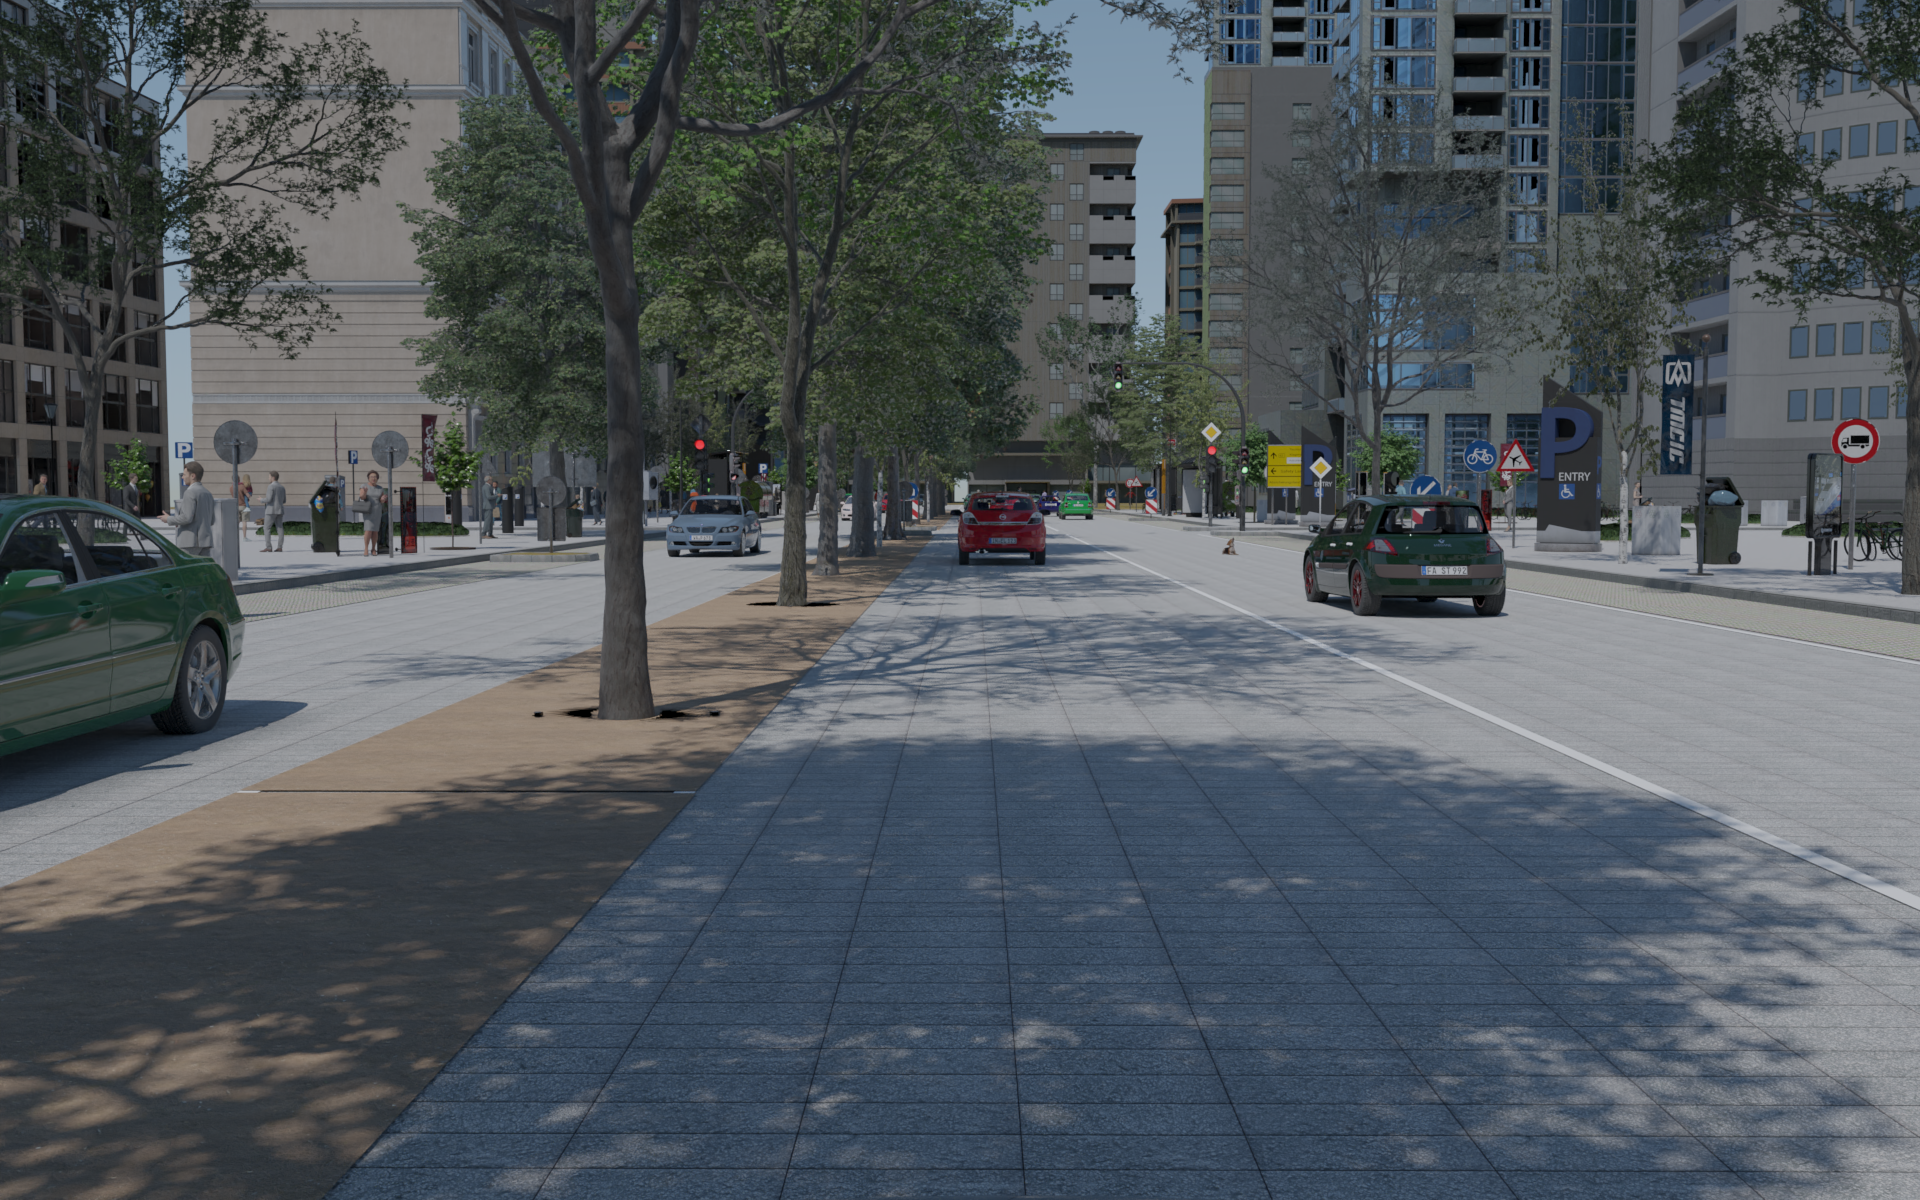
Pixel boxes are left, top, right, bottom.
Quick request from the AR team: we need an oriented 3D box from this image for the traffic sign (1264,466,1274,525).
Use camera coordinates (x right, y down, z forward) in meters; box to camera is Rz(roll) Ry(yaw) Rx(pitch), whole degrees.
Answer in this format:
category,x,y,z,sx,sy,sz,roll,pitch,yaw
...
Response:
category,x,y,z,sx,sy,sz,roll,pitch,yaw
traffic sign,12.896,-4.362,71.432,0.768,2.556,0.104,0,4,2

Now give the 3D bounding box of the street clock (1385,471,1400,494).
category,x,y,z,sx,sy,sz,roll,pitch,yaw
street clock,13.788,-3.100,55.249,0.471,2.002,0.358,-3,5,-40

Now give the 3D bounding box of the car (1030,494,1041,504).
category,x,y,z,sx,sy,sz,roll,pitch,yaw
car,6.306,-8.477,150.397,2.131,1.459,4.920,0,4,-2

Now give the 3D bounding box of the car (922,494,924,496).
category,x,y,z,sx,sy,sz,roll,pitch,yaw
car,-4.190,-12.329,213.575,2.014,1.417,4.499,0,4,-1

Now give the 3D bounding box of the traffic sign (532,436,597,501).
category,x,y,z,sx,sy,sz,roll,pitch,yaw
traffic sign,-13.801,-4.070,60.415,2.265,3.308,0.079,0,4,3

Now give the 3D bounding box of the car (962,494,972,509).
category,x,y,z,sx,sy,sz,roll,pitch,yaw
car,1.252,-9.339,164.494,2.131,1.459,4.920,0,4,0

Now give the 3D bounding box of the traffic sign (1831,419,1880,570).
category,x,y,z,sx,sy,sz,roll,pitch,yaw
traffic sign,15.114,-1.787,29.318,0.768,2.556,0.104,1,4,10

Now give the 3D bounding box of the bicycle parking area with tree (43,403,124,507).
category,x,y,z,sx,sy,sz,roll,pitch,yaw
bicycle parking area with tree,-31.408,-4.149,54.841,8.231,4.147,9.016,1,4,14

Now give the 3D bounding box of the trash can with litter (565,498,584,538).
category,x,y,z,sx,sy,sz,roll,pitch,yaw
trash can with litter,-11.612,-2.425,51.033,1.055,1.170,0.624,-1,4,-15

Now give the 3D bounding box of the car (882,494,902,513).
category,x,y,z,sx,sy,sz,roll,pitch,yaw
car,-4.991,-7.381,129.715,2.155,1.783,4.494,0,4,0

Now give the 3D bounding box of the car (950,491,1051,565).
category,x,y,z,sx,sy,sz,roll,pitch,yaw
car,0.858,-1.680,36.511,2.155,1.783,4.494,0,4,0

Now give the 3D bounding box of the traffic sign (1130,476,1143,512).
category,x,y,z,sx,sy,sz,roll,pitch,yaw
traffic sign,12.547,-7.535,123.202,0.884,2.594,0.081,0,4,8

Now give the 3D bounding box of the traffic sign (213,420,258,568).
category,x,y,z,sx,sy,sz,roll,pitch,yaw
traffic sign,-12.466,-1.817,29.816,0.768,2.556,0.104,0,4,1

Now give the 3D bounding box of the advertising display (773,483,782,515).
category,x,y,z,sx,sy,sz,roll,pitch,yaw
advertising display,-11.141,-6.131,105.456,0.123,1.923,0.974,-3,4,-37

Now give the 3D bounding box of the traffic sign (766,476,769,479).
category,x,y,z,sx,sy,sz,roll,pitch,yaw
traffic sign,-13.341,-7.221,118.168,0.768,2.556,0.104,1,4,10

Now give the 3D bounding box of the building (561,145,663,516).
category,x,y,z,sx,sy,sz,roll,pitch,yaw
building,-29.600,-17.135,113.435,16.112,22.955,30.059,0,4,0

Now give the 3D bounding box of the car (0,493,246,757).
category,x,y,z,sx,sy,sz,roll,pitch,yaw
car,-5.422,0.169,9.037,2.131,1.459,4.920,0,4,0

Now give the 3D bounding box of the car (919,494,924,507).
category,x,y,z,sx,sy,sz,roll,pitch,yaw
car,-4.758,-11.193,192.786,2.009,1.686,4.222,0,4,2

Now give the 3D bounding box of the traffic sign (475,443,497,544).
category,x,y,z,sx,sy,sz,roll,pitch,yaw
traffic sign,-12.319,-2.719,44.453,0.884,2.594,0.081,0,4,2

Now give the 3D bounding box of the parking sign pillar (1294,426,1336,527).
category,x,y,z,sx,sy,sz,roll,pitch,yaw
parking sign pillar,14.047,-4.859,67.913,1.447,3.967,1.447,0,4,2

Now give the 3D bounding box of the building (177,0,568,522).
category,x,y,z,sx,sy,sz,roll,pitch,yaw
building,-28.643,-18.490,88.210,13.634,28.700,20.117,0,4,0

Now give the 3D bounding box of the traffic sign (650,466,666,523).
category,x,y,z,sx,sy,sz,roll,pitch,yaw
traffic sign,-13.606,-4.756,77.862,0.768,2.556,0.104,0,4,1

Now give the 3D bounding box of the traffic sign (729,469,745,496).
category,x,y,z,sx,sy,sz,roll,pitch,yaw
traffic sign,-11.188,-5.309,86.915,0.768,2.556,0.104,0,4,3

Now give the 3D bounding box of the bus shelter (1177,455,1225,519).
category,x,y,z,sx,sy,sz,roll,pitch,yaw
bus shelter,12.966,-6.053,92.893,2.014,3.302,5.546,0,4,1

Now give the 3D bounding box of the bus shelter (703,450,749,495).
category,x,y,z,sx,sy,sz,roll,pitch,yaw
bus shelter,-12.930,-6.405,96.009,1.731,3.624,6.357,0,4,0

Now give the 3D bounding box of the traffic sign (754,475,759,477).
category,x,y,z,sx,sy,sz,roll,pitch,yaw
traffic sign,-13.637,-7.129,116.667,0.768,2.556,0.104,0,4,5

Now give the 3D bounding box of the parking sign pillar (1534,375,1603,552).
category,x,y,z,sx,sy,sz,roll,pitch,yaw
parking sign pillar,13.627,-3.072,38.704,1.447,3.967,1.447,2,4,35

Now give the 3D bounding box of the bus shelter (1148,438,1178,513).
category,x,y,z,sx,sy,sz,roll,pitch,yaw
bus shelter,14.518,-8.864,122.556,2.179,5.291,8.768,0,4,0

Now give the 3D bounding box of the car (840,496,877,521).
category,x,y,z,sx,sy,sz,roll,pitch,yaw
car,-5.413,-4.996,94.053,2.083,1.381,4.827,0,4,0

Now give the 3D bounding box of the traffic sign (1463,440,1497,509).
category,x,y,z,sx,sy,sz,roll,pitch,yaw
traffic sign,12.240,-2.491,40.826,0.768,2.556,0.104,0,4,7

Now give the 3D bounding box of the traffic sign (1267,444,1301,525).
category,x,y,z,sx,sy,sz,roll,pitch,yaw
traffic sign,13.720,-4.717,70.999,2.265,3.308,0.079,1,4,10

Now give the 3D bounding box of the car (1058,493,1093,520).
category,x,y,z,sx,sy,sz,roll,pitch,yaw
car,6.513,-5.423,97.458,1.959,1.807,4.718,0,4,0

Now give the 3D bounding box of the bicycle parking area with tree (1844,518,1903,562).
category,x,y,z,sx,sy,sz,roll,pitch,yaw
bicycle parking area with tree,21.914,-2.778,32.423,9.016,4.147,8.231,-2,4,-26

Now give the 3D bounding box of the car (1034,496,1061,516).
category,x,y,z,sx,sy,sz,roll,pitch,yaw
car,5.694,-6.027,111.117,1.945,1.354,3.894,0,4,-1

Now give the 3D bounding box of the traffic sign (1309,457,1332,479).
category,x,y,z,sx,sy,sz,roll,pitch,yaw
traffic sign,12.652,-3.728,60.690,0.795,2.593,0.064,0,4,3

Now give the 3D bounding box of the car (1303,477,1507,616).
category,x,y,z,sx,sy,sz,roll,pitch,yaw
car,5.494,-0.733,21.769,2.009,1.686,4.222,0,4,-1

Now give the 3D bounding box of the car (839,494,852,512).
category,x,y,z,sx,sy,sz,roll,pitch,yaw
car,-8.243,-7.598,133.015,1.959,1.807,4.718,0,4,2

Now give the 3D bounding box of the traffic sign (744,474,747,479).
category,x,y,z,sx,sy,sz,roll,pitch,yaw
traffic sign,-12.899,-6.221,101.812,0.768,2.556,0.104,0,4,6

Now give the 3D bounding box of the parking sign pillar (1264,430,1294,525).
category,x,y,z,sx,sy,sz,roll,pitch,yaw
parking sign pillar,13.667,-5.203,73.539,1.447,3.967,1.447,-2,4,-35

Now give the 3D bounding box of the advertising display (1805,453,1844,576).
category,x,y,z,sx,sy,sz,roll,pitch,yaw
advertising display,13.658,-1.355,27.373,0.974,1.923,0.123,-3,4,-38

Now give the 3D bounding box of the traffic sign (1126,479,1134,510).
category,x,y,z,sx,sy,sz,roll,pitch,yaw
traffic sign,13.958,-8.678,141.991,0.768,2.556,0.104,0,4,6

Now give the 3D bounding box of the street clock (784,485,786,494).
category,x,y,z,sx,sy,sz,roll,pitch,yaw
street clock,-13.091,-7.713,130.685,0.358,2.002,0.471,-3,5,-43

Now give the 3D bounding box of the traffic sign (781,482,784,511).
category,x,y,z,sx,sy,sz,roll,pitch,yaw
traffic sign,-13.185,-7.793,127.521,0.768,2.556,0.104,1,4,9

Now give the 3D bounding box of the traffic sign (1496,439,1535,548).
category,x,y,z,sx,sy,sz,roll,pitch,yaw
traffic sign,13.075,-2.498,40.840,0.884,2.594,0.081,0,4,6

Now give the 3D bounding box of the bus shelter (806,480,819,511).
category,x,y,z,sx,sy,sz,roll,pitch,yaw
bus shelter,-11.001,-8.726,133.946,1.731,3.624,6.357,0,4,0

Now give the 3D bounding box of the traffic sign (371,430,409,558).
category,x,y,z,sx,sy,sz,roll,pitch,yaw
traffic sign,-11.416,-2.116,34.698,0.768,2.556,0.104,0,4,5

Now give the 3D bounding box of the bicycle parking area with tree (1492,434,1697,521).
category,x,y,z,sx,sy,sz,roll,pitch,yaw
bicycle parking area with tree,31.539,-6.023,85.479,9.016,4.147,8.231,-1,4,-17

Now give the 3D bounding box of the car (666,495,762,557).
category,x,y,z,sx,sy,sz,roll,pitch,yaw
car,-5.775,-1.777,41.062,2.014,1.417,4.499,0,4,1
